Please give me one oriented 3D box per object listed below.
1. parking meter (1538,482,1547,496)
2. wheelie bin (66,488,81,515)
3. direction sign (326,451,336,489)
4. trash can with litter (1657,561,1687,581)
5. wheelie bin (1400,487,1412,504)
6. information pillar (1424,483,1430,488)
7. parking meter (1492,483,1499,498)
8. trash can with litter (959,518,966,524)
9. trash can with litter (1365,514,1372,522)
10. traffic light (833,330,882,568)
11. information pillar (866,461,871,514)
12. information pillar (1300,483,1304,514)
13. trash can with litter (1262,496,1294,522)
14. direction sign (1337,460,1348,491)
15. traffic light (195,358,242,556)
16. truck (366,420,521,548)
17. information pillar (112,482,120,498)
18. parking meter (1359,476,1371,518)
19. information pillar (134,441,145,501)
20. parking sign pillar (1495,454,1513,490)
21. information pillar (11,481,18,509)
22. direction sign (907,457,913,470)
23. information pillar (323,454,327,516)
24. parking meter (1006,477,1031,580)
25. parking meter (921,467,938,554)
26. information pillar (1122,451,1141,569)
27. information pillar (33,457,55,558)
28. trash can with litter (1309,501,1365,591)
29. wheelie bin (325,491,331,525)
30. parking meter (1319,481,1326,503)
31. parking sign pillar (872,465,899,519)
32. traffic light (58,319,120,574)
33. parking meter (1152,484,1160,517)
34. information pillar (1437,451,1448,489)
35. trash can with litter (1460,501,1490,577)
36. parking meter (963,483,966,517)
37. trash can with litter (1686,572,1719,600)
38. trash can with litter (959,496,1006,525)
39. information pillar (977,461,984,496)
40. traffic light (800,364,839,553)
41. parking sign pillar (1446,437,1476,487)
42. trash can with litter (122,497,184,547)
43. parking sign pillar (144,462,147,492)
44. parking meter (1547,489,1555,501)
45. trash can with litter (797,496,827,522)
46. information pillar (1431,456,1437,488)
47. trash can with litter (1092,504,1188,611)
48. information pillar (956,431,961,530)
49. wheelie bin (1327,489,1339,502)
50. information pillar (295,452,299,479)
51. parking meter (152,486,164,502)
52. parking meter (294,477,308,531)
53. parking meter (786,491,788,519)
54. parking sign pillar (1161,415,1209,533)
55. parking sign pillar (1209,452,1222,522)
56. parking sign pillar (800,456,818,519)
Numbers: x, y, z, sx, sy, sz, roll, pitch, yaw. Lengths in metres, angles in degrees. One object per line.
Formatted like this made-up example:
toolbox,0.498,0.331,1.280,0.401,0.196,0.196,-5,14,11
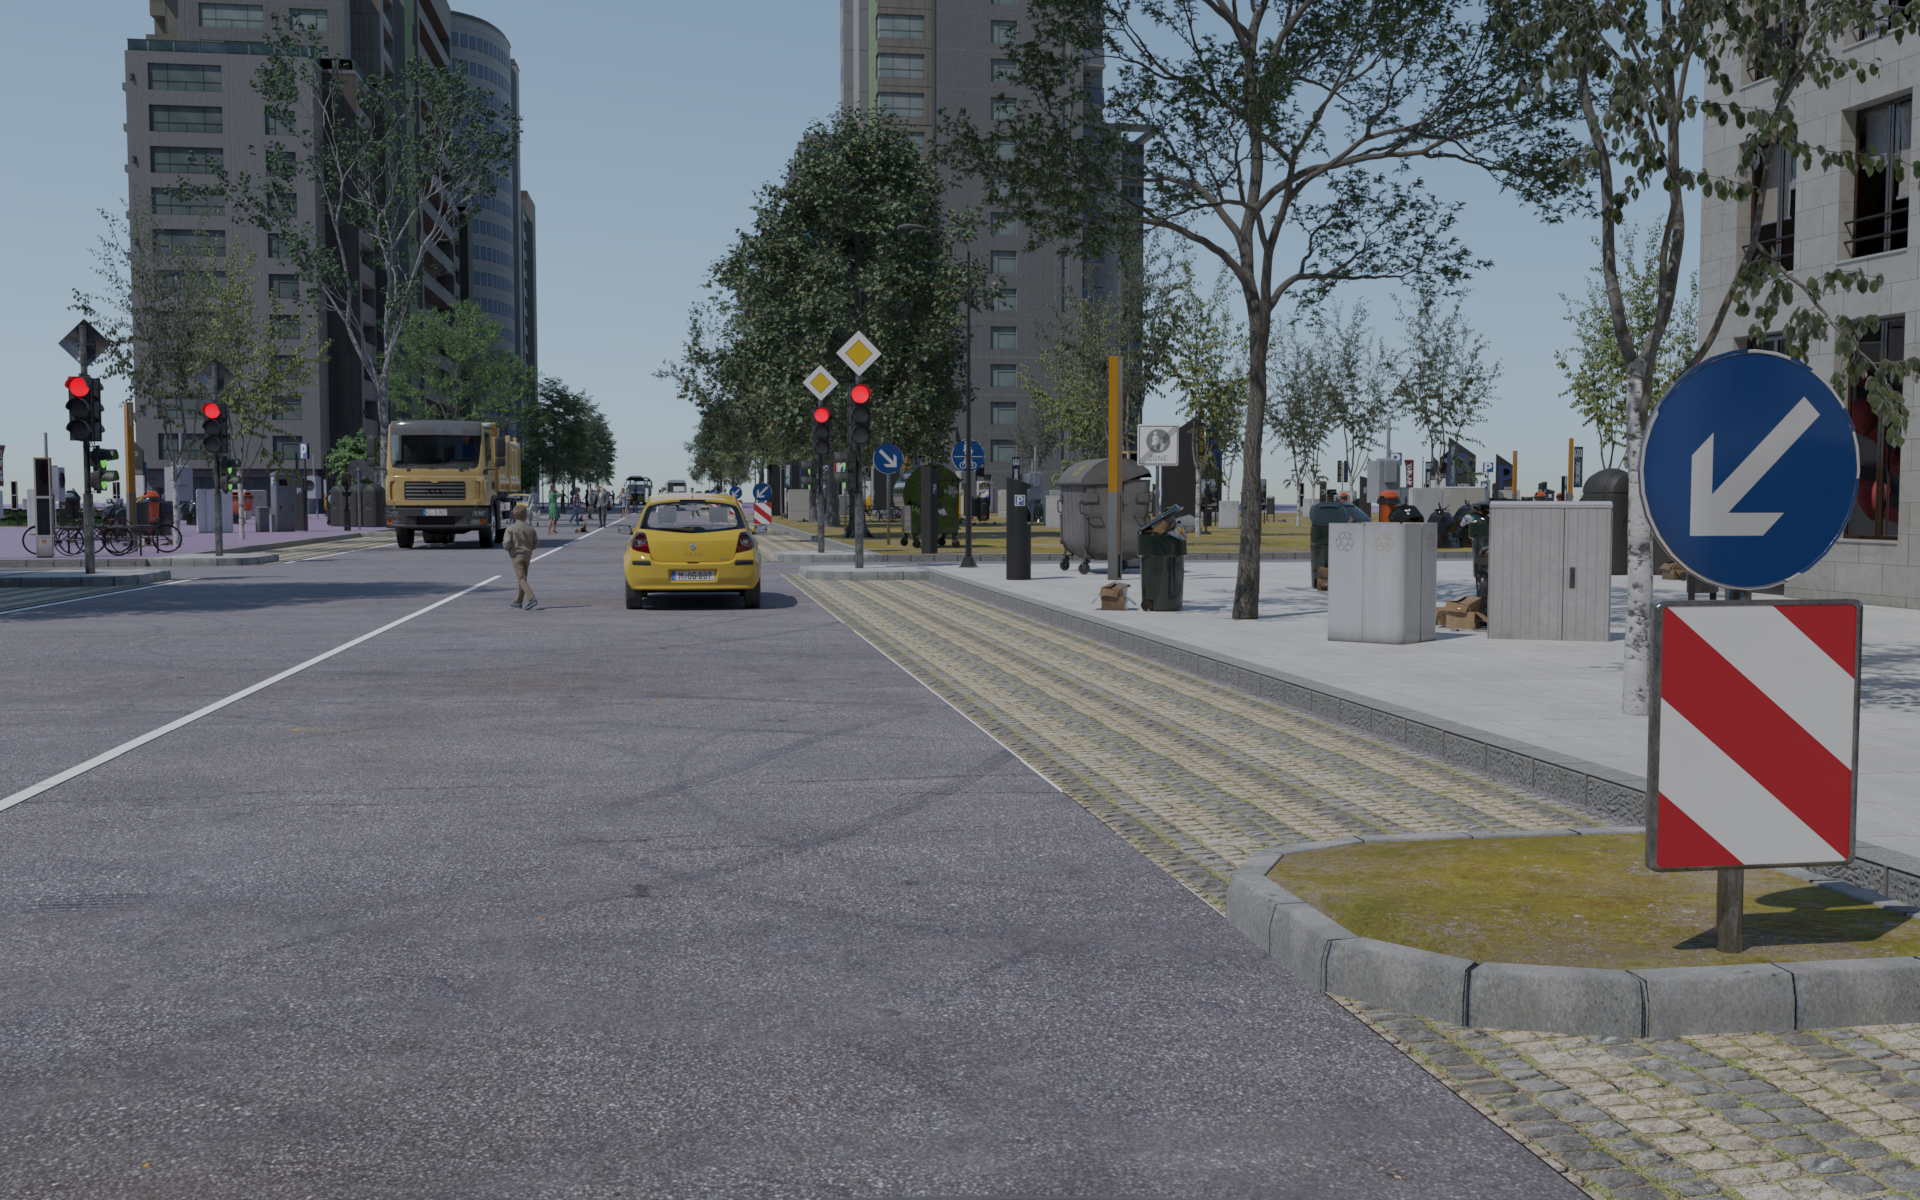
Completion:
parking meter,27.258,-4.610,81.078,0.399,1.863,0.255,-2,4,-34
wheelie bin,-43.427,-4.706,84.848,0.693,1.594,0.980,-2,4,-25
direction sign,-33.535,-6.144,92.444,0.379,3.537,0.876,1,4,10
trash can with litter,10.770,-0.872,25.639,0.624,1.170,1.055,-1,4,-20
wheelie bin,20.290,-4.349,79.021,0.980,1.594,0.693,0,4,-3
information pillar,31.406,-6.858,116.617,0.304,2.012,0.304,0,4,-5
parking meter,27.983,-5.191,90.592,0.255,1.863,0.399,0,4,1
trash can with litter,-0.184,-3.815,73.761,1.055,1.170,0.624,2,4,32
trash can with litter,6.234,-0.934,26.654,0.624,1.170,1.055,-3,4,-39
traffic light,-1.759,-2.502,29.823,0.839,4.253,0.868,-1,4,-9
information pillar,-5.805,-7.246,109.823,0.183,3.616,0.504,-3,5,-40
information pillar,22.107,-6.576,112.008,0.304,2.012,0.304,0,4,8
trash can with litter,14.419,-4.185,79.484,1.678,1.210,2.233,-2,4,-29
direction sign,25.811,-7.636,116.852,0.876,3.537,0.379,-2,4,-25
traffic light,-15.295,-2.861,35.690,0.839,4.253,0.868,-1,4,-9
truck,-14.017,-3.198,48.211,3.469,3.379,9.791,-1,4,-9
information pillar,-50.697,-6.092,104.101,0.304,2.012,0.304,1,4,13
parking meter,13.075,-3.063,55.795,0.399,1.863,0.255,0,4,6
information pillar,-36.407,-5.227,76.816,0.504,3.616,0.183,1,4,13
parking sign pillar,36.465,-7.779,115.660,1.447,3.967,1.447,0,4,-1
information pillar,-53.464,-5.716,97.943,0.304,2.012,0.304,-1,4,-20
direction sign,-2.865,-6.896,104.740,0.876,3.537,0.379,0,4,7
information pillar,-36.725,-6.657,100.193,0.183,3.616,0.504,-1,4,-14
parking meter,0.877,-1.070,25.899,0.372,1.533,0.369,0,3,0
parking meter,-0.654,-1.929,37.247,0.255,1.863,0.399,1,4,22
information pillar,2.911,-1.551,29.851,0.304,2.012,0.304,-3,4,-36
information pillar,-18.409,-1.854,34.805,0.304,2.012,0.304,-1,4,-22
trash can with litter,5.031,-0.730,23.321,0.624,1.170,1.055,0,4,7
wheelie bin,-25.633,-3.860,71.019,0.693,1.594,0.980,-1,4,-14
parking meter,16.117,-4.357,76.950,0.255,1.863,0.399,0,4,5
parking sign pillar,-3.802,-6.163,89.242,1.447,3.967,1.447,-1,4,-12
traffic light,-14.005,-2.379,27.810,0.839,4.253,0.868,-1,4,-9
parking meter,10.850,-5.512,95.834,0.399,1.863,0.255,1,4,17
information pillar,25.768,-6.162,92.104,0.504,3.616,0.183,1,4,23
trash can with litter,8.286,-0.936,26.683,1.055,1.170,0.624,-2,4,-28
parking meter,0.387,-5.471,95.155,0.255,1.863,0.399,2,4,34
trash can with litter,7.461,-0.349,16.761,2.233,1.210,1.678,-3,5,-44
trash can with litter,0.877,-3.705,71.635,2.233,1.210,1.678,3,4,39
information pillar,1.313,-7.195,108.985,0.504,3.616,0.183,0,4,7
traffic light,-3.049,-2.984,37.704,0.839,4.253,0.868,-1,4,-9
parking sign pillar,23.502,-5.678,81.302,1.447,3.967,1.447,3,4,37
trash can with litter,-20.071,-1.967,43.225,1.678,1.210,2.233,1,4,10
parking sign pillar,-49.341,-7.090,104.400,1.447,3.967,1.447,-2,4,-31
parking meter,29.278,-4.749,86.055,0.372,1.533,0.369,0,3,0
trash can with litter,-6.800,-4.281,81.054,2.233,1.210,1.678,-3,5,-39
information pillar,28.295,-6.847,103.307,0.504,3.616,0.183,3,5,42
trash can with litter,1.980,-0.468,19.046,1.055,1.170,0.624,1,4,12
information pillar,-0.058,-4.321,62.007,0.183,3.616,0.504,-1,4,-13
wheelie bin,23.921,-6.324,111.301,0.980,1.594,0.693,-1,4,-12
information pillar,-36.891,-6.428,96.459,0.183,3.616,0.504,0,4,-8
parking meter,-26.737,-3.019,57.778,0.372,1.533,0.369,0,3,0
parking meter,-22.963,-3.341,60.343,0.399,1.863,0.255,1,4,12
parking meter,-8.714,-4.914,88.749,0.372,1.533,0.369,0,3,0
parking sign pillar,7.358,-4.231,57.652,1.447,3.967,1.447,0,4,0
parking sign pillar,11.596,-5.598,80.006,1.447,3.967,1.447,-1,4,-22
parking sign pillar,-7.621,-5.948,85.724,1.447,3.967,1.447,-1,4,-12
